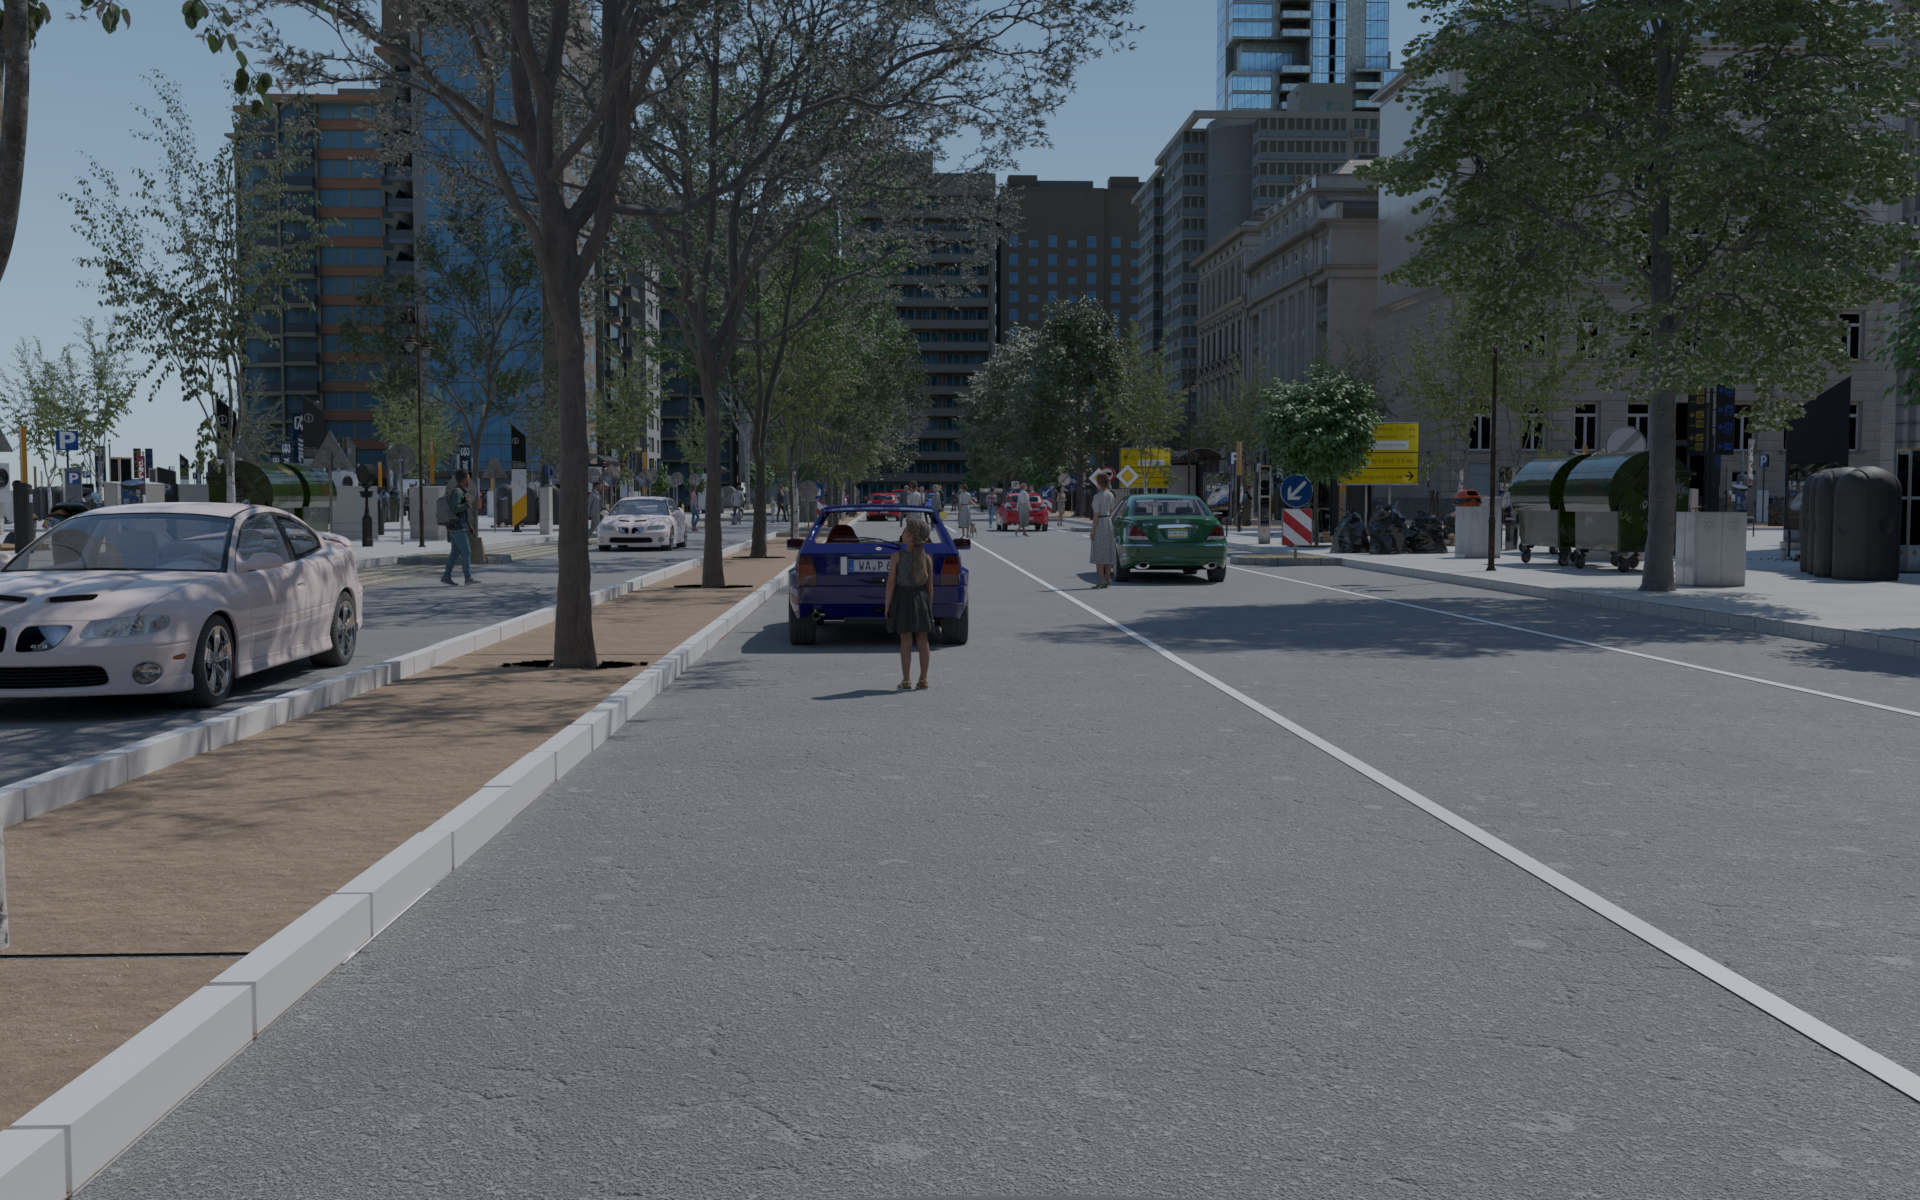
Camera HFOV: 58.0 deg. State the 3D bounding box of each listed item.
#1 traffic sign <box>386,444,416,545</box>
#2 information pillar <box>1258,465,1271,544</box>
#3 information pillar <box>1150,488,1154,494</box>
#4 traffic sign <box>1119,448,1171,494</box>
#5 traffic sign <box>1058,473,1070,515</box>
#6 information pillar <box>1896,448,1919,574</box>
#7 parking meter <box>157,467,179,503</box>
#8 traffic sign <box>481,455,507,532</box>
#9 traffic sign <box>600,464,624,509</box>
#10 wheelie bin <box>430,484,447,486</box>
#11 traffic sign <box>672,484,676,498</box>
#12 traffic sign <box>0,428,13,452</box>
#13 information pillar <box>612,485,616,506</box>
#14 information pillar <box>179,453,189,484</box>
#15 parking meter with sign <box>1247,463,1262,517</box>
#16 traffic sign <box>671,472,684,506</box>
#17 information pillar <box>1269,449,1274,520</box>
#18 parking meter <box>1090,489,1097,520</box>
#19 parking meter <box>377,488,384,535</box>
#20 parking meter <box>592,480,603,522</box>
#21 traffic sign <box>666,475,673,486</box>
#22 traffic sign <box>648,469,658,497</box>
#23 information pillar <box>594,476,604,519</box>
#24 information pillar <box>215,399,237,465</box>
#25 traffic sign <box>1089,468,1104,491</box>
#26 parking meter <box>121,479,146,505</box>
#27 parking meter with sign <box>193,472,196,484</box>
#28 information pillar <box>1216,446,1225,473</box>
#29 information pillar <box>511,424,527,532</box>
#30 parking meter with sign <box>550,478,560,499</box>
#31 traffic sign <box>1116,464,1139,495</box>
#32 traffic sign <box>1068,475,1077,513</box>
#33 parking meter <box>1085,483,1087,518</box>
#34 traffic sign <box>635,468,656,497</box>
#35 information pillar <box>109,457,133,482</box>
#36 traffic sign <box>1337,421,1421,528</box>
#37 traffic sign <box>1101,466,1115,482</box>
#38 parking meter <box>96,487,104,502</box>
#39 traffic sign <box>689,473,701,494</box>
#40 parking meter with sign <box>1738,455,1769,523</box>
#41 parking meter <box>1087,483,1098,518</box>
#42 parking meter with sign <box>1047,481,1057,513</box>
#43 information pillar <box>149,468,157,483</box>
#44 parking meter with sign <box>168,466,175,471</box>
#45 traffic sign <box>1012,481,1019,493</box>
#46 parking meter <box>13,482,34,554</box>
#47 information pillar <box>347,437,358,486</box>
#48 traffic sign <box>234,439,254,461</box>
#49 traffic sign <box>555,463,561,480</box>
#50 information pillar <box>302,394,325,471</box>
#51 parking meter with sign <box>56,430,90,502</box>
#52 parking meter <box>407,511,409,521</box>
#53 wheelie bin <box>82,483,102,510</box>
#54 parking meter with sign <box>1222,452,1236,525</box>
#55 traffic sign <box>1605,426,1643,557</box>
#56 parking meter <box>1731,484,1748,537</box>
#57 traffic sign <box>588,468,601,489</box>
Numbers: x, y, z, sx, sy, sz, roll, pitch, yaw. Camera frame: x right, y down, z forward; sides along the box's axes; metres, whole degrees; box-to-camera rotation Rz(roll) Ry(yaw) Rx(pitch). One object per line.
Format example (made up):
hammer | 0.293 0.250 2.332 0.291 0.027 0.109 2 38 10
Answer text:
traffic sign | -14.171 -2.681 43.937 0.768 2.556 0.104 0 4 1
information pillar | 7.834 -2.452 44.588 0.304 2.012 0.304 0 4 4
information pillar | 12.679 -6.763 115.068 0.304 2.012 0.304 3 4 36
traffic sign | 8.122 -5.020 75.949 2.265 3.308 0.079 0 4 1
traffic sign | 6.415 -6.525 106.784 0.768 2.556 0.104 0 4 -1
information pillar | 15.347 -1.438 28.002 0.304 2.012 0.304 -1 4 -15
parking meter | -16.883 -1.910 36.947 0.399 1.863 0.255 -1 4 -19
traffic sign | -15.551 -3.537 57.835 0.884 2.594 0.081 0 4 2
traffic sign | -11.596 -3.305 57.686 0.795 2.450 0.064 0 4 -2
wheelie bin | -16.230 -2.821 54.039 0.980 1.594 0.693 1 4 12
traffic sign | -20.642 -7.638 124.988 0.768 2.556 0.104 0 4 0
traffic sign | -12.424 -1.343 21.958 0.884 2.594 0.081 0 4 6
information pillar | -26.721 -7.894 133.551 0.304 2.012 0.304 -2 4 -30
information pillar | -44.167 -6.561 98.632 0.504 3.616 0.183 -1 4 -20
parking meter with sign | 16.160 -6.211 97.813 0.543 3.016 1.738 -3 5 -41
traffic sign | -16.444 -6.151 100.679 0.768 2.556 0.104 0 4 3
information pillar | 15.157 -5.687 84.338 0.183 3.616 0.504 2 4 27
parking meter | 6.598 -4.723 85.633 0.372 1.533 0.369 0 3 0
parking meter | -18.123 -2.782 53.904 0.372 1.533 0.369 0 3 0
parking meter | -14.730 -3.959 70.434 0.399 1.863 0.255 1 4 10
traffic sign | -17.340 -6.240 103.215 0.795 2.450 0.064 0 4 0
traffic sign | -15.753 -5.381 88.085 0.768 2.556 0.104 0 4 5
information pillar | -14.828 -4.077 71.152 0.304 2.012 0.304 -3 5 -45
information pillar | -17.500 -3.057 41.335 0.504 3.616 0.183 -3 5 -43
traffic sign | 5.312 -3.835 66.341 0.795 2.450 0.064 0 4 -2
parking meter | -13.673 -1.239 28.677 0.372 1.533 0.369 0 3 0
parking meter with sign | -60.433 -8.712 138.701 1.738 3.016 0.543 0 4 -2
information pillar | 12.727 -5.702 84.574 0.504 3.616 0.183 -2 4 -31
information pillar | -14.761 -4.071 57.921 0.504 3.616 0.183 -1 4 -15
parking meter with sign | -19.584 -5.382 84.263 1.738 3.016 0.543 -2 4 -30
traffic sign | 5.635 -3.347 58.362 0.795 2.450 0.064 0 4 -2
traffic sign | 7.538 -7.120 116.522 0.768 2.556 0.104 0 4 1
parking meter | 6.822 -5.300 92.366 0.255 1.863 0.399 -1 4 -13
traffic sign | -11.919 -3.793 65.665 0.795 2.450 0.064 0 4 -2
information pillar | -16.683 -1.835 34.487 0.304 2.012 0.304 2 4 28
traffic sign | 11.761 -3.354 48.707 2.265 3.308 0.079 0 4 6
traffic sign | 6.658 -4.797 78.537 0.768 2.556 0.104 0 4 6
parking meter | -45.552 -5.259 91.702 0.255 1.863 0.399 -1 4 -17
traffic sign | -16.293 -6.503 106.429 0.768 2.556 0.104 0 4 3
parking meter with sign | 34.771 -4.908 76.512 1.738 3.016 0.543 -1 4 -12
parking meter | 6.822 -5.052 88.310 0.399 1.863 0.255 0 4 7
parking meter with sign | 6.147 -7.406 117.343 0.543 3.016 1.738 -1 4 -13
information pillar | -22.798 -2.736 49.221 0.304 2.012 0.304 2 4 27
parking meter with sign | -50.307 -6.887 108.864 1.738 3.016 0.543 0 4 6
traffic sign | 4.403 -8.296 137.770 0.606 2.300 0.079 0 4 6
parking meter | -20.232 -1.774 37.414 0.372 1.533 0.369 0 3 0
information pillar | -24.990 -4.886 71.236 0.504 3.616 0.183 2 4 24
traffic sign | -16.825 -2.481 40.560 0.884 2.594 0.081 0 4 3
traffic sign | -16.049 -4.286 70.179 0.768 2.556 0.104 0 4 7
information pillar | -15.148 -3.012 40.601 0.504 3.616 0.183 -1 4 -9
parking meter with sign | -23.996 -3.090 46.779 0.543 3.016 1.738 -2 4 -32
parking meter | -26.268 -4.714 82.787 0.255 1.863 0.399 -2 4 -26
wheelie bin | -25.876 -2.644 51.131 0.980 1.594 0.693 -2 4 -26
parking meter with sign | 10.987 -4.626 71.894 0.543 3.016 1.738 -1 4 -20
traffic sign | 12.431 -1.978 32.445 0.768 2.556 0.104 0 4 1
parking meter | 19.877 -2.188 44.181 0.372 1.533 0.369 0 3 0
traffic sign | -17.854 -5.148 84.280 0.768 2.556 0.104 0 4 -1
